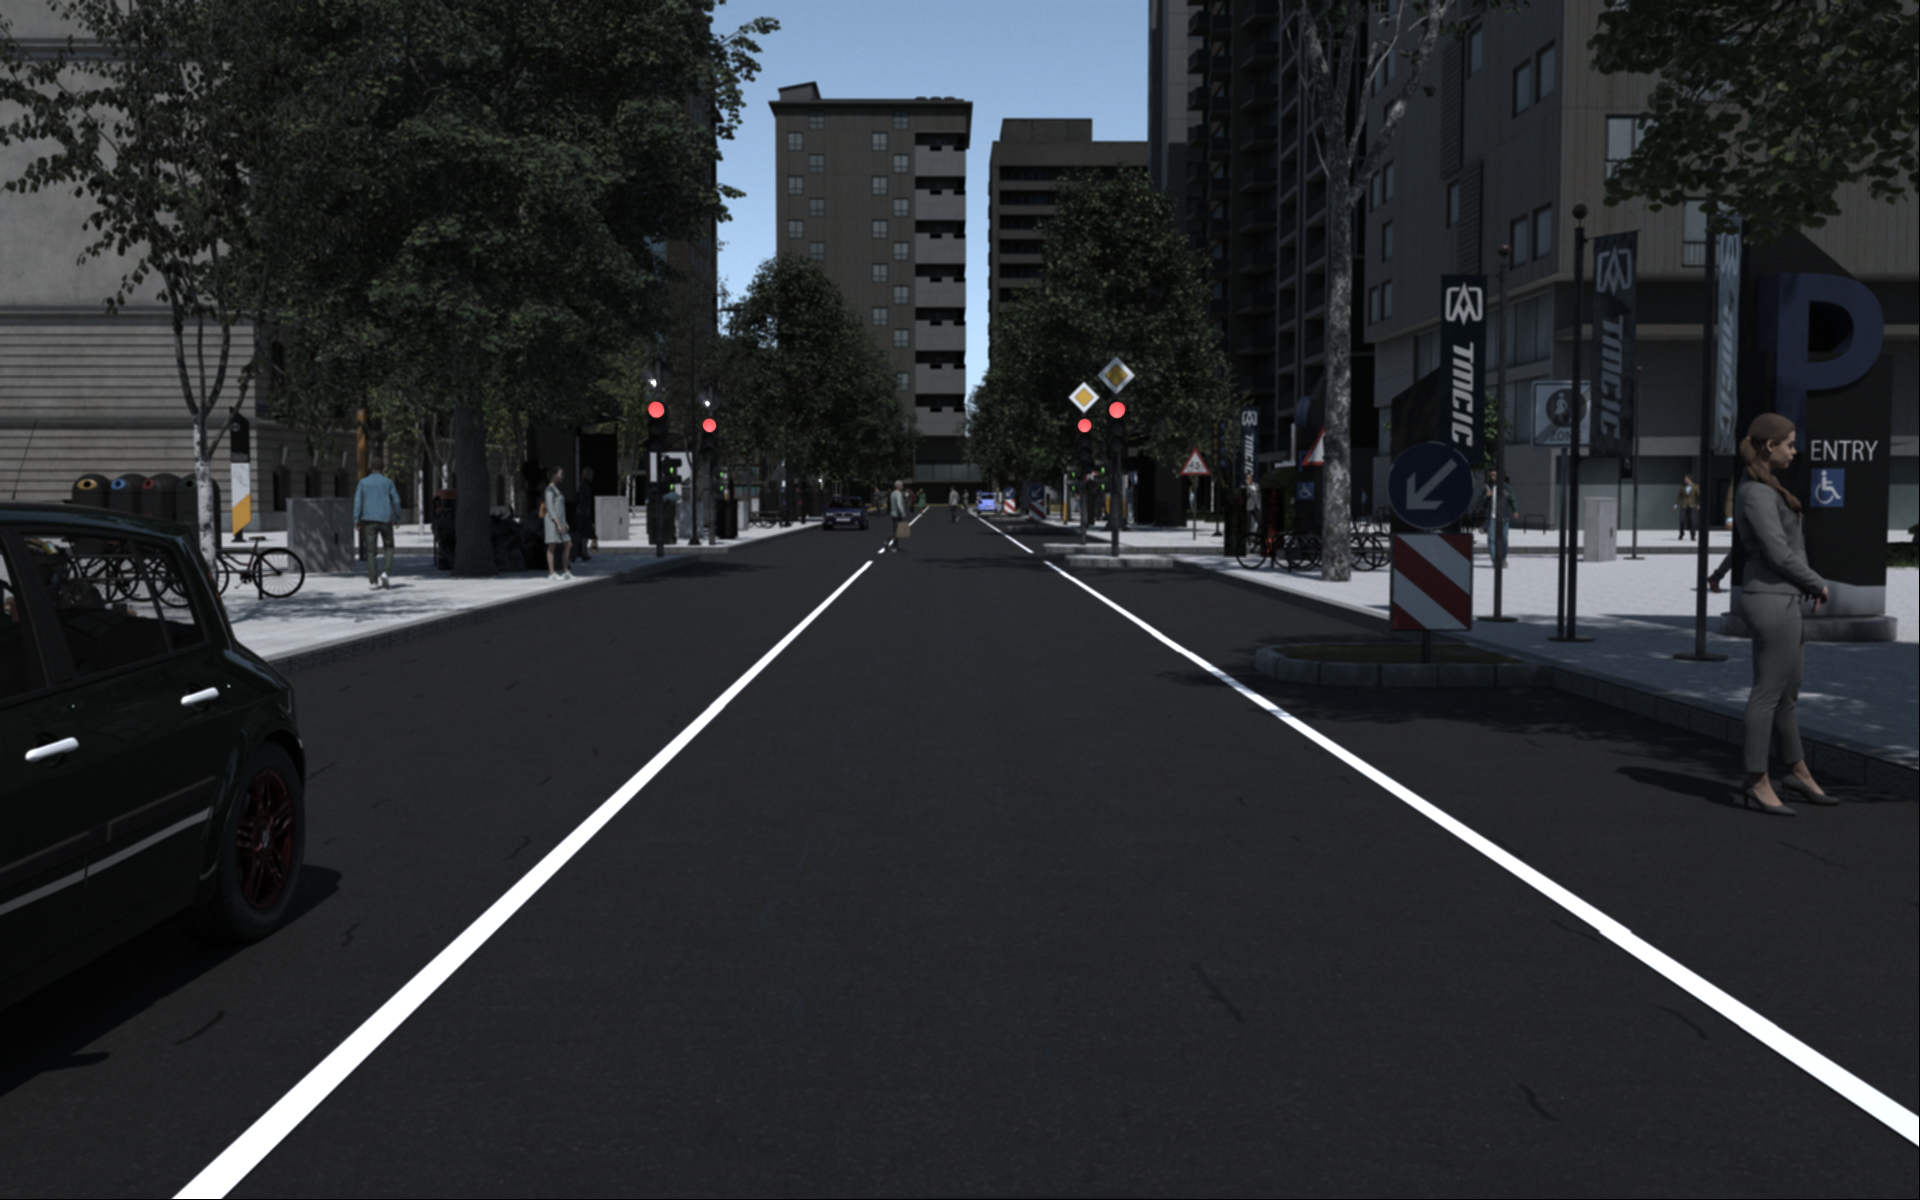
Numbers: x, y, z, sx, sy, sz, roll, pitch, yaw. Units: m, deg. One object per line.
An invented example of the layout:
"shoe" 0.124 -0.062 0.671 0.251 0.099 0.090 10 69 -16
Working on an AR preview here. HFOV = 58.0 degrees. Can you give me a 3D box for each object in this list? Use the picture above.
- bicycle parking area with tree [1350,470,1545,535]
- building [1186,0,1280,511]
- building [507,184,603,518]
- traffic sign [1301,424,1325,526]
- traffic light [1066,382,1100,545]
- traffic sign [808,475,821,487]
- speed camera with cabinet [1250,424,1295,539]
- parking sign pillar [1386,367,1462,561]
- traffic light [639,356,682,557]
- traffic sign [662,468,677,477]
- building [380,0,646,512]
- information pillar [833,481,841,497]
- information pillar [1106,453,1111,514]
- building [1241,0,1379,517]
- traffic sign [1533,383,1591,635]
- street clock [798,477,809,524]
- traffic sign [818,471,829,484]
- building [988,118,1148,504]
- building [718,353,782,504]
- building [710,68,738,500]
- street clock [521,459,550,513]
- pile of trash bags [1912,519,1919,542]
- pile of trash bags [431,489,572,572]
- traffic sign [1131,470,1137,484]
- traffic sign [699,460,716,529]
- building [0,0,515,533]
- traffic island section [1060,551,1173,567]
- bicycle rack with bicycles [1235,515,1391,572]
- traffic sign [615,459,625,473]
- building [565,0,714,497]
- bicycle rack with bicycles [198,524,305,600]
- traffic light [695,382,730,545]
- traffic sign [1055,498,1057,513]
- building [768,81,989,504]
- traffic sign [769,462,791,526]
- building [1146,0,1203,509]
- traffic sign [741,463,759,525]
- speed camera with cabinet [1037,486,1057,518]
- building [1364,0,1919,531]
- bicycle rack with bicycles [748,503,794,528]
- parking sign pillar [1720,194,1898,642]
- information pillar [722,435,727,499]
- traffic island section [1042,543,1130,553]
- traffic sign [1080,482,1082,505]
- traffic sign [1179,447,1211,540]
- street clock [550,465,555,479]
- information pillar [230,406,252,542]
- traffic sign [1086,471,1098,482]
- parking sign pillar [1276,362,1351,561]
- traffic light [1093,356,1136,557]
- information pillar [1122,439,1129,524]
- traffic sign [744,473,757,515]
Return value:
"bicycle parking area with tree" 15.001 -4.335 57.881 8.231 4.147 9.016 1 4 12
"building" 29.727 -29.526 137.378 22.147 44.769 28.867 0 4 -1
"building" -28.042 -16.218 101.328 11.583 22.565 21.152 0 4 -1
"traffic sign" 6.759 -1.965 32.138 0.884 2.594 0.081 0 4 0
"traffic light" 3.074 -3.328 43.333 0.839 4.253 0.868 0 4 -1
"traffic sign" -8.193 -5.924 96.869 0.884 2.594 0.081 1 4 9
"speed camera with cabinet" 8.674 -3.339 48.935 2.038 3.252 0.660 3 4 36
"parking sign pillar" 8.935 -2.733 33.150 1.447 3.967 1.447 1 4 23
"traffic light" -6.105 -2.833 35.238 0.839 4.253 0.868 0 4 -1
"traffic sign" -8.933 -3.104 52.878 0.606 2.300 0.079 0 4 5
"building" -37.748 -26.829 130.539 32.217 40.220 23.993 0 4 -1
"information pillar" -6.867 -5.632 96.580 0.304 2.012 0.304 -3 5 -41
"information pillar" 6.538 -5.136 75.328 0.183 3.616 0.504 -2 4 -32
"building" 28.545 -40.494 100.333 20.563 71.187 20.611 0 4 -1
"traffic sign" 5.481 -0.832 15.736 0.606 2.300 0.079 0 4 6
"street clock" -6.709 -4.254 74.122 0.471 2.002 0.358 0 4 -4
"traffic sign" -7.825 -5.998 97.808 0.795 2.593 0.064 0 4 4
"building" 14.445 -36.887 226.805 21.600 48.544 21.300 0 4 -1
"building" -39.360 -23.534 229.819 28.899 21.520 27.650 0 4 -1
"building" -36.547 -31.433 168.561 28.867 44.769 22.147 0 4 -1
"street clock" -8.786 -1.905 35.718 0.471 2.002 0.358 -2 4 -24
"pile of trash bags" 26.420 -2.133 44.633 1.912 1.369 3.447 -2 4 -35
"pile of trash bags" -8.242 -1.236 29.955 1.912 1.369 3.447 -3 5 -42
"traffic sign" 9.423 -5.608 91.797 0.768 2.556 0.104 0 4 7
"traffic sign" -9.182 -3.862 63.144 0.884 2.594 0.081 1 4 9
"building" -28.492 -15.553 73.373 14.460 24.649 34.723 0 4 -1
"traffic island section" 3.196 -0.806 35.463 2.009 0.180 2.903 0 4 -1
"bicycle rack with bicycles" 6.141 -0.977 29.353 2.925 0.926 2.852 0 4 2
"traffic sign" -11.209 -3.436 55.908 0.795 2.593 0.064 0 4 2
"building" -29.262 -30.546 149.532 14.600 45.320 14.200 0 4 -1
"bicycle rack with bicycles" -9.415 -0.411 20.101 2.925 0.926 2.852 0 4 -6
"traffic light" -6.187 -3.321 43.222 0.839 4.253 0.868 0 4 -1
"traffic sign" 6.594 -7.264 118.868 0.768 2.556 0.104 0 4 6
"building" -10.140 -39.205 230.248 27.495 52.752 28.713 0 4 -1
"traffic sign" -7.297 -4.286 70.082 0.884 2.594 0.081 0 4 3
"building" 28.485 -38.139 165.570 21.231 58.520 28.212 0 4 -1
"traffic sign" -8.757 -4.390 71.775 0.884 2.594 0.081 0 4 0
"speed camera with cabinet" 4.707 -6.115 94.317 0.660 3.252 2.038 1 4 22
"building" 32.750 -29.412 70.125 27.495 52.752 28.713 0 4 -1
"bicycle rack with bicycles" -7.813 -3.201 65.717 2.925 0.926 2.852 0 4 -3
"parking sign pillar" 7.668 -1.657 15.563 1.447 3.967 1.447 -1 4 -12
"information pillar" -9.403 -4.754 69.084 0.183 3.616 0.504 -1 4 -18
"traffic island section" 3.114 -1.295 43.448 2.009 0.180 2.903 0 4 -1
"traffic sign" 7.704 -6.762 110.664 0.768 2.556 0.104 0 4 2
"traffic sign" 6.512 -2.938 48.040 0.884 2.594 0.081 0 4 2
"street clock" -10.126 -2.341 42.842 0.471 2.002 0.358 -2 4 -35
"information pillar" -19.124 -3.344 46.022 0.504 3.616 0.183 0 4 -5
"traffic sign" 7.163 -5.742 93.983 0.768 2.556 0.104 0 3 0
"parking sign pillar" 6.967 -2.784 33.998 1.447 3.967 1.447 2 4 27
"traffic light" 3.156 -2.840 35.349 0.839 4.253 0.868 0 4 -1
"information pillar" 7.102 -5.085 74.493 0.183 3.616 0.504 -1 4 -13
"traffic sign" -11.236 -5.667 92.765 0.768 2.556 0.104 0 4 0
